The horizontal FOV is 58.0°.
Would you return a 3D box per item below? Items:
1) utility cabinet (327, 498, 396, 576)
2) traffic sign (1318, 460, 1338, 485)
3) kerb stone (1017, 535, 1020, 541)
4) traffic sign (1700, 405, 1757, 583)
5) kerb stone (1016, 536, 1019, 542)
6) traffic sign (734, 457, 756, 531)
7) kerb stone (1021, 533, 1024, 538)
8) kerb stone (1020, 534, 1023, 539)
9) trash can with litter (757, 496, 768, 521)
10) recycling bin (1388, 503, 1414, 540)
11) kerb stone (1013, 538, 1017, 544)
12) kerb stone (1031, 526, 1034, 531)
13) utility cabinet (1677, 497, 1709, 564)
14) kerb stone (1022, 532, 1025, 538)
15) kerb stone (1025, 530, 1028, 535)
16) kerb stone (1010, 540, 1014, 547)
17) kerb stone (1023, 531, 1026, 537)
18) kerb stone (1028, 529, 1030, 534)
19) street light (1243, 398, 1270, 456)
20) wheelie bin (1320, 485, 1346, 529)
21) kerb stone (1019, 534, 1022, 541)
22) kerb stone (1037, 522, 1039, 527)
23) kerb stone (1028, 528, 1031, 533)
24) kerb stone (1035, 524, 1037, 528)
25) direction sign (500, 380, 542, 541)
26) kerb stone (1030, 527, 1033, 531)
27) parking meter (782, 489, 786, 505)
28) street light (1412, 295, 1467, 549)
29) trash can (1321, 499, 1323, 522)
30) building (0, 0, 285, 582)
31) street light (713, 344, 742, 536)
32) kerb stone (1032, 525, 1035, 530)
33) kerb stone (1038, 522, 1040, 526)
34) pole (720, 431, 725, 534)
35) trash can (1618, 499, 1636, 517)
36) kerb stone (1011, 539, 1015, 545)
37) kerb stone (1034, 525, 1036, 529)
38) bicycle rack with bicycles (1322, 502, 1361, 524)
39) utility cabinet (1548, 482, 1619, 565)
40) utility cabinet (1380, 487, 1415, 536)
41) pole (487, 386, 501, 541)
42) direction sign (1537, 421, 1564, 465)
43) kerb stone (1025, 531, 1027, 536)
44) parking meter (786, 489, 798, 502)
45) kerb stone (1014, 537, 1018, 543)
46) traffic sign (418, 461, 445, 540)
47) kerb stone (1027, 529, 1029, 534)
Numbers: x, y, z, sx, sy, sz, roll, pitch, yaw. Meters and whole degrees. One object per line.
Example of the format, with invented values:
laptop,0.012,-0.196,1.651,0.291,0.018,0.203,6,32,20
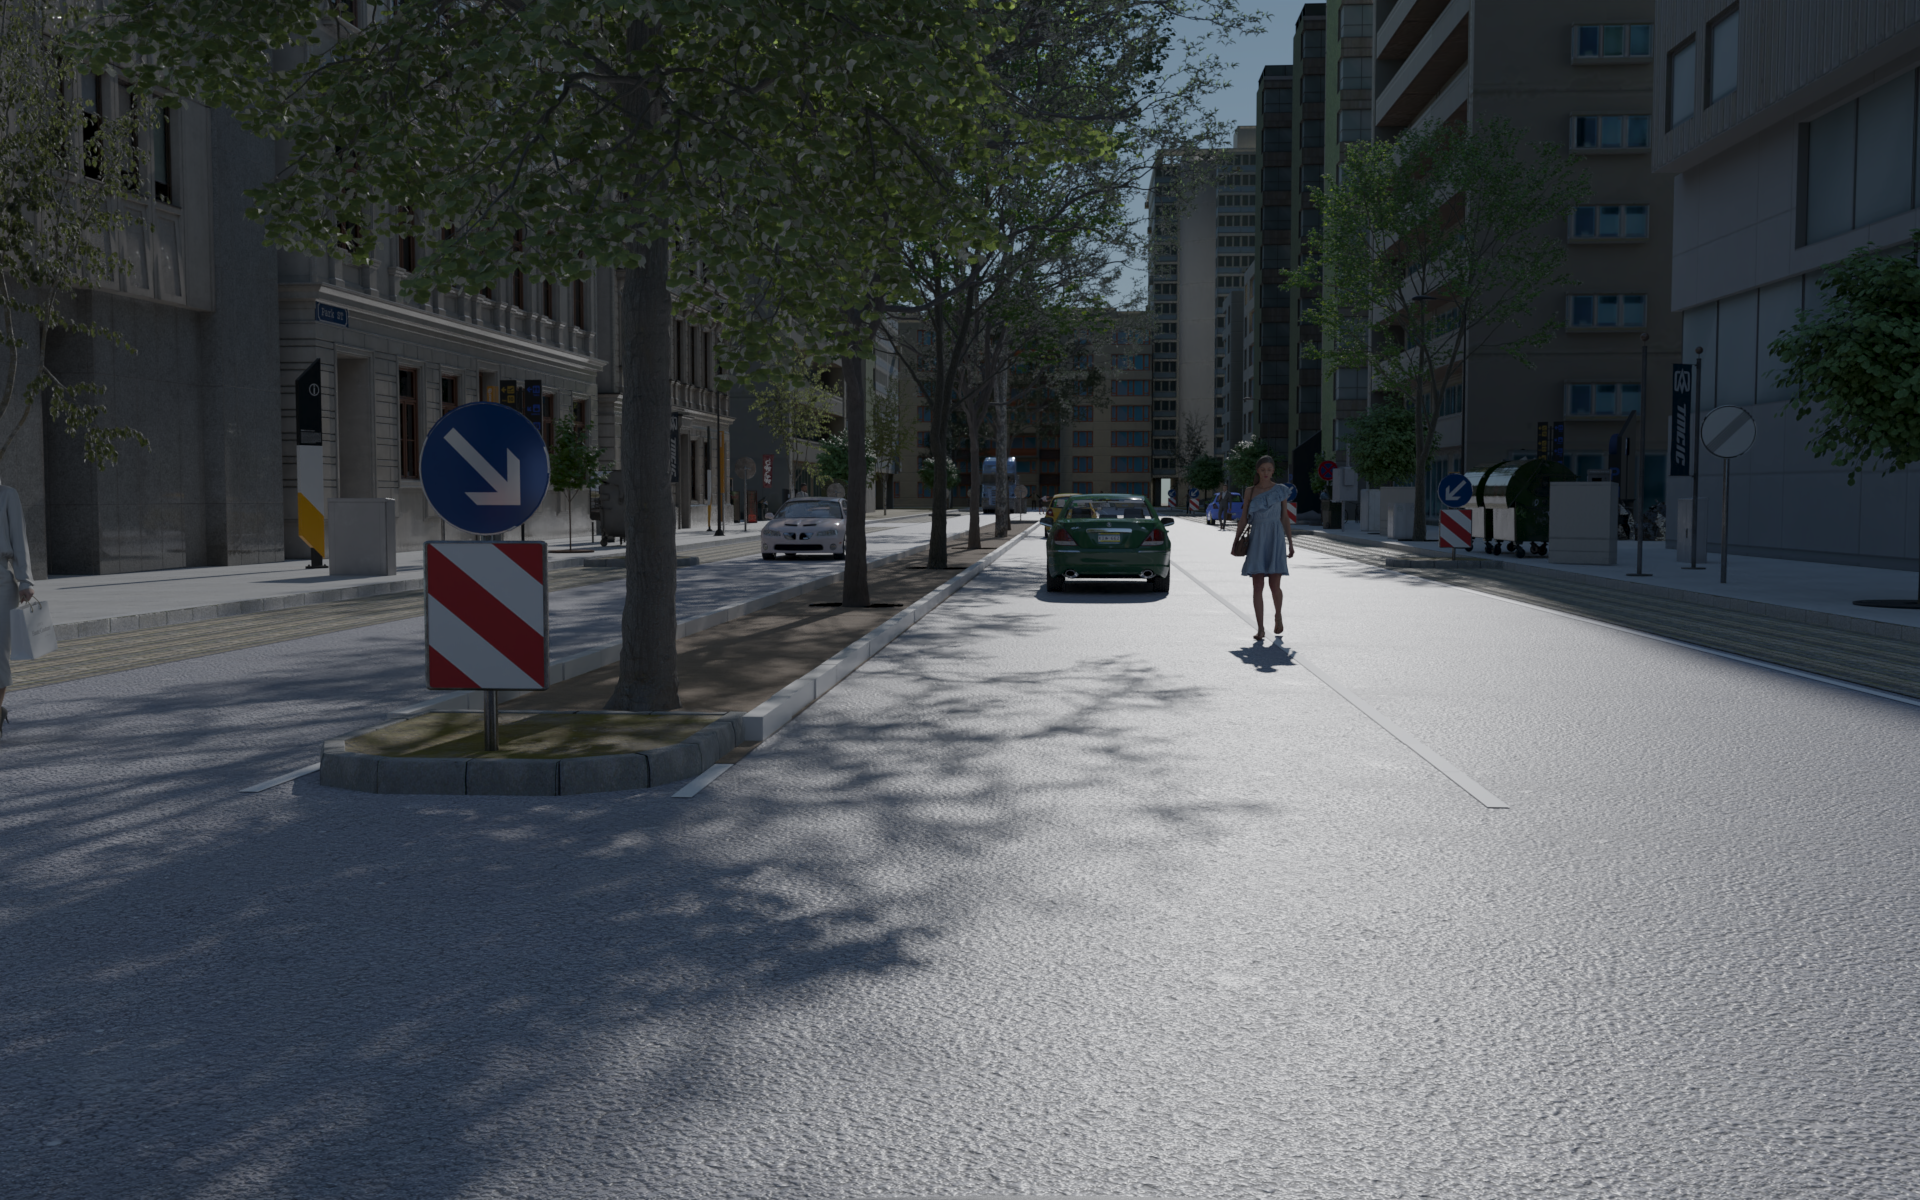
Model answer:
utility cabinet,-9.427,-0.988,27.319,1.020,1.237,0.306,1,4,12
traffic sign,13.913,-4.002,65.534,0.768,2.556,0.104,0,4,6
kerb stone,1.609,-1.718,50.410,0.120,0.150,1.000,0,4,4
traffic sign,10.989,-1.513,24.851,0.768,2.556,0.104,1,4,10
kerb stone,1.540,-1.663,49.390,0.120,0.150,1.000,0,4,4
traffic sign,-7.371,-3.629,59.433,0.768,2.556,0.104,0,4,8
kerb stone,1.824,-1.913,53.469,0.120,0.150,1.000,0,4,4
kerb stone,1.757,-1.850,52.449,0.120,0.150,1.000,0,4,4
trash can with litter,-9.648,-4.344,82.415,1.055,1.170,0.624,0,4,-1
recycling bin,12.590,-2.241,49.199,0.722,1.027,0.722,0,4,0
kerb stone,1.406,-1.526,47.333,0.120,0.150,1.000,0,4,4
kerb stone,2.542,-2.539,63.715,0.120,0.150,1.000,0,4,4
utility cabinet,13.702,-1.301,32.430,0.306,1.237,1.020,1,4,8
kerb stone,1.902,-1.975,54.489,0.120,0.150,1.000,0,4,4
kerb stone,2.114,-2.163,57.572,0.120,0.150,1.000,0,4,4
kerb stone,1.256,-1.411,45.269,0.120,0.150,1.000,0,4,4
kerb stone,1.971,-2.038,55.513,0.120,0.150,1.000,0,4,4
kerb stone,2.252,-2.287,59.627,0.120,0.150,1.000,0,4,4
street light,14.318,-6.785,83.471,1.470,5.913,1.316,0,4,4
wheelie bin,13.630,-3.400,63.490,0.980,1.594,0.693,-1,4,-17
kerb stone,1.682,-1.786,51.429,0.120,0.150,1.000,0,4,4
kerb stone,3.106,-3.040,71.896,0.120,0.150,1.000,0,4,4
kerb stone,2.329,-2.352,60.647,0.120,0.150,1.000,0,4,4
kerb stone,2.899,-2.852,68.831,0.120,0.150,1.000,0,4,4
direction sign,-8.705,-2.594,34.414,0.876,3.537,0.379,1,4,11
kerb stone,2.477,-2.476,62.695,0.120,0.150,1.000,0,4,4
parking meter,-8.210,-4.483,81.701,0.372,1.533,0.369,0,3,0
street light,11.260,-4.164,40.618,1.470,5.913,1.316,0,4,4
trash can,16.427,-4.081,78.370,0.748,1.137,0.748,0,3,0
building,-19.496,-12.514,22.627,12.078,24.808,19.932,0,4,4
street light,-6.823,-4.906,52.753,1.470,5.913,1.316,0,4,4
kerb stone,2.683,-2.664,65.760,0.120,0.150,1.000,0,4,4
kerb stone,3.187,-3.102,72.917,0.120,0.150,1.000,0,4,4
pole,-7.706,-3.801,55.992,0.158,3.312,0.155,0,3,0
trash can,19.384,-2.388,50.701,0.748,1.137,0.748,0,3,0
kerb stone,1.327,-1.475,46.305,0.120,0.150,1.000,0,4,4
kerb stone,2.755,-2.727,66.781,0.120,0.150,1.000,0,4,4
bicycle rack with bicycles,16.772,-3.833,76.045,2.852,0.926,2.925,0,4,1
utility cabinet,11.334,-1.395,31.483,0.318,1.500,1.173,-3,5,-42
utility cabinet,13.372,-2.684,52.560,1.173,1.500,0.318,2,4,32
pole,-8.823,-2.383,32.800,0.158,3.312,0.155,0,3,0
direction sign,18.459,-3.805,54.202,0.379,3.537,0.876,-3,5,-44
kerb stone,2.043,-2.101,56.540,0.120,0.150,1.000,0,4,4
parking meter,-7.569,-4.323,79.098,0.372,1.533,0.369,0,3,0
kerb stone,1.471,-1.601,48.365,0.120,0.150,1.000,0,4,4
traffic sign,-8.869,-1.815,29.686,0.884,2.594,0.081,1,4,9
kerb stone,2.184,-2.227,58.601,0.120,0.150,1.000,0,4,4
